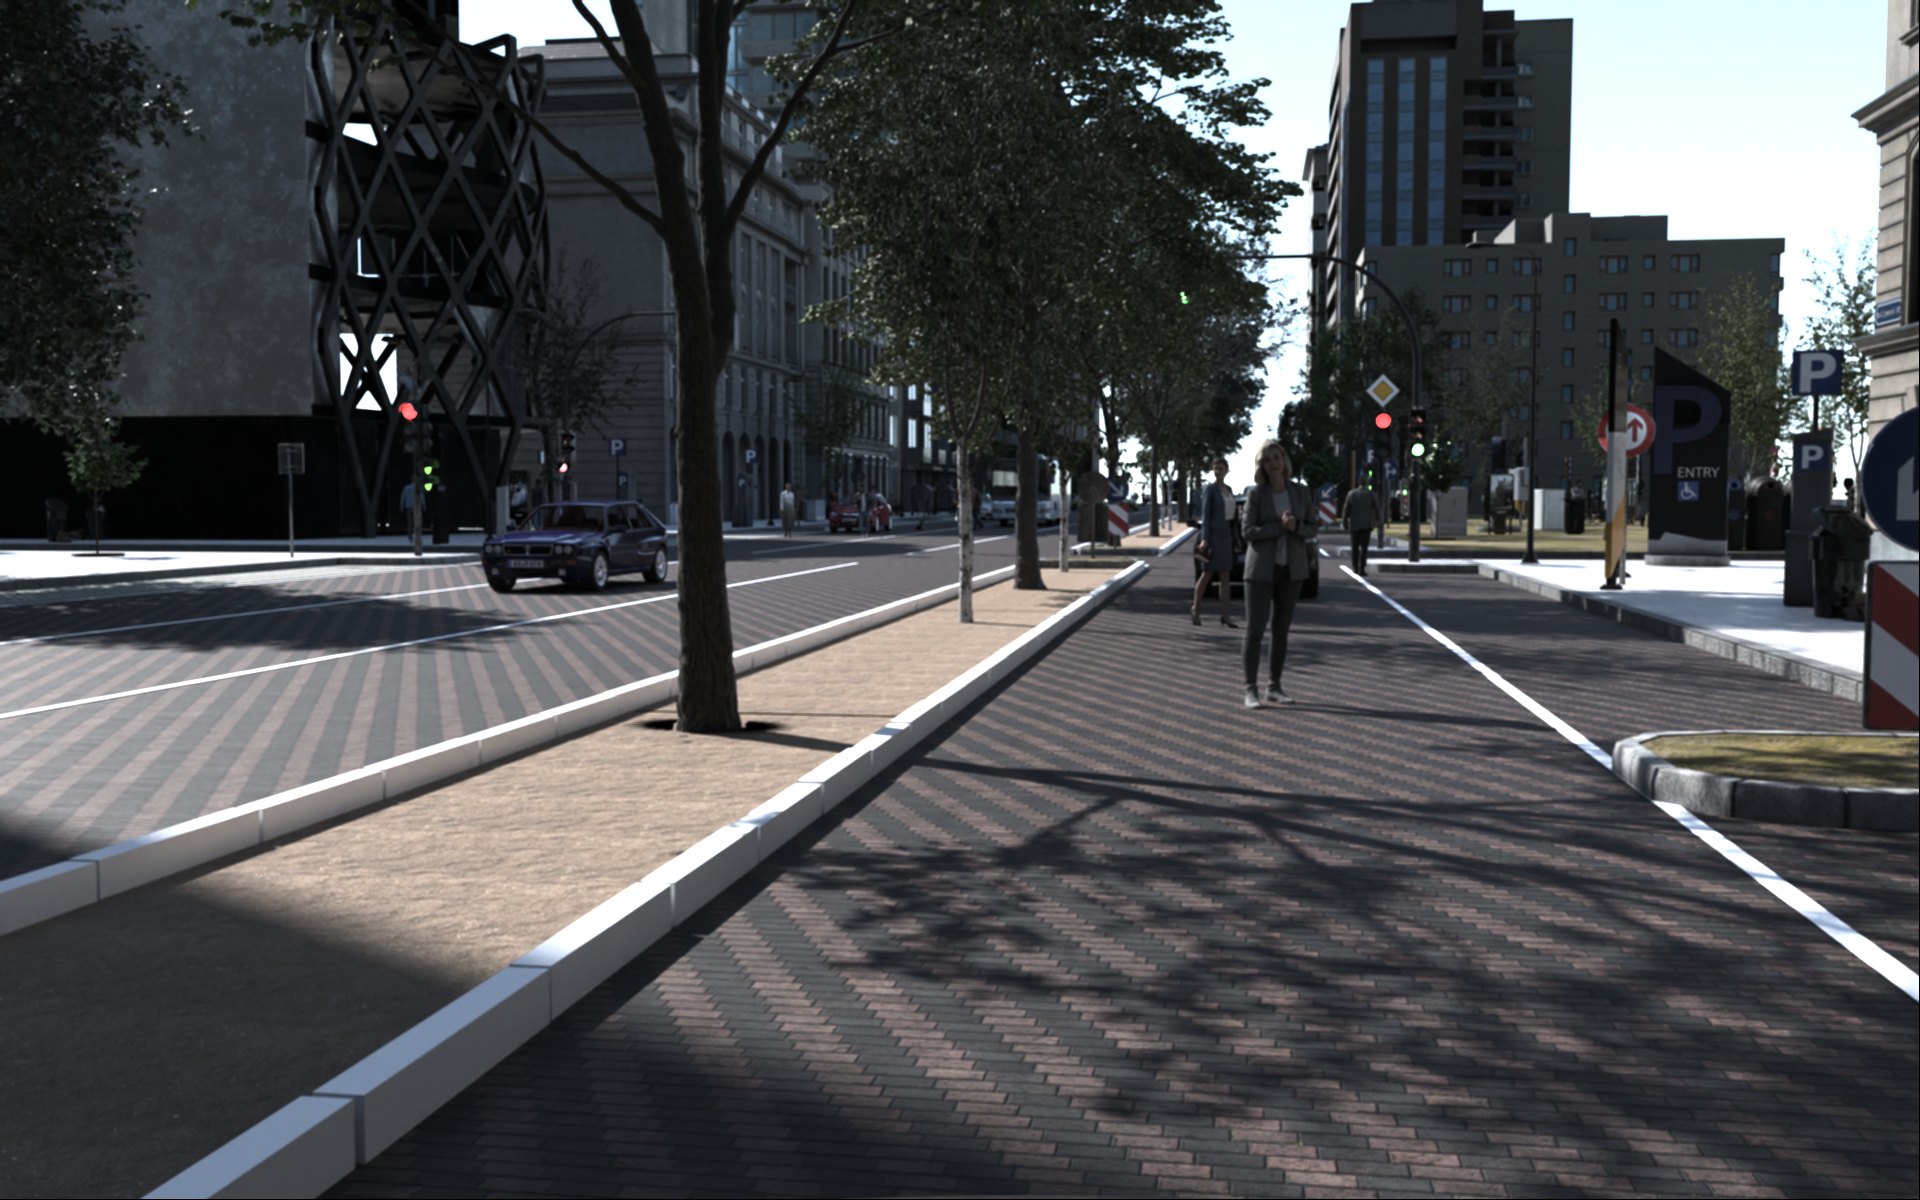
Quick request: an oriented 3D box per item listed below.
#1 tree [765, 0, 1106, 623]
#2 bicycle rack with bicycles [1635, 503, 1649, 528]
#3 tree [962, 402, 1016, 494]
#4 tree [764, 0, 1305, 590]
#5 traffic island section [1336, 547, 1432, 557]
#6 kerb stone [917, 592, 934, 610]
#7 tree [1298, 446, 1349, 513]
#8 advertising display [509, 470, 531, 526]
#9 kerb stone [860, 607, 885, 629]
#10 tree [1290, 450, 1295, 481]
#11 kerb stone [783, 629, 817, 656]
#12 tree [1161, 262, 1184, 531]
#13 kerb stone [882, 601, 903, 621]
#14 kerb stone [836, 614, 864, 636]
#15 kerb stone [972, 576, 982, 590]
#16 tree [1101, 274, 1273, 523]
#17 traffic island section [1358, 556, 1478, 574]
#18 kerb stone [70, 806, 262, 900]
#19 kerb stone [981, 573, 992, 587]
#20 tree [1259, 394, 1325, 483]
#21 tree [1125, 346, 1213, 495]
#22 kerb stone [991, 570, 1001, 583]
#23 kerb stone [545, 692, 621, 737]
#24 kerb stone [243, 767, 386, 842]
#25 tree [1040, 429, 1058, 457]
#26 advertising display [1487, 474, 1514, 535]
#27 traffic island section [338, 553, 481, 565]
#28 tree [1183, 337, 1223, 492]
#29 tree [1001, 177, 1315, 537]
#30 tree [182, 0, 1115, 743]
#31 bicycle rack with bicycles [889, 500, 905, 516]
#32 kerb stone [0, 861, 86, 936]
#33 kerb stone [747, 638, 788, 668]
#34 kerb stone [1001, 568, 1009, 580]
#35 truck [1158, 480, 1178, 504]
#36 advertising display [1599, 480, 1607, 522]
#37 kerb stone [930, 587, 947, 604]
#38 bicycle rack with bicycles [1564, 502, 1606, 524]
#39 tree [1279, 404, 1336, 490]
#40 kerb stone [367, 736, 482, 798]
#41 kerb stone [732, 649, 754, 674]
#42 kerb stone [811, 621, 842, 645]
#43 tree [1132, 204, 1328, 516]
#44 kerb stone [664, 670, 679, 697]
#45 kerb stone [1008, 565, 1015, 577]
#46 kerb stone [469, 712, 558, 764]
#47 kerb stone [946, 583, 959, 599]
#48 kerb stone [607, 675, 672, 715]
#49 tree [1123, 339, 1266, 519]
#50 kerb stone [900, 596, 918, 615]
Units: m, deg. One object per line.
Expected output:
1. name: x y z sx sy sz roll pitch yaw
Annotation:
1. tree: 0.044 -4.031 18.724 4.360 8.622 3.978 0 3 0
2. bicycle rack with bicycles: 27.204 -3.242 66.381 2.852 0.926 2.925 2 4 24
3. tree: 2.036 -10.976 129.822 4.737 8.622 4.395 0 3 0
4. tree: 1.054 -6.397 25.174 7.486 12.596 7.792 0 3 0
5. traffic island section: 9.890 -1.123 40.646 2.009 0.180 2.903 1 4 9
6. kerb stone: -0.506 0.030 21.739 0.120 0.150 1.000 1 4 9
7. tree: 24.923 -8.257 118.710 4.285 4.588 4.351 0 3 0
8. advertising display: -11.894 -2.546 46.839 0.123 1.923 0.974 -3 5 -43
9. kerb stone: -0.999 0.213 18.712 0.120 0.150 1.000 1 4 9
10. tree: 49.678 -19.450 268.367 4.360 8.622 3.978 0 3 0
11. kerb stone: -1.497 0.400 15.667 0.120 0.150 1.000 1 4 9
12. tree: 1.883 -4.797 31.250 4.360 8.622 3.978 0 3 0
13. kerb stone: -0.839 0.152 19.722 0.120 0.150 1.000 1 4 9
14. kerb stone: -1.177 0.275 17.697 0.120 0.150 1.000 1 4 9
15. kerb stone: 0.157 -0.221 25.814 0.120 0.150 1.000 1 4 9
16. tree: 11.003 -10.754 84.948 9.857 13.997 8.962 0 3 0
17. traffic island section: 8.600 -0.641 32.765 2.009 0.180 2.903 1 4 9
18. kerb stone: -2.994 0.956 6.573 0.120 0.150 1.000 1 4 9
19. kerb stone: 0.319 -0.284 26.834 0.120 0.150 1.000 1 4 9
20. tree: 38.989 -17.239 198.857 9.611 12.733 9.660 0 3 0
21. tree: 9.416 -7.636 77.660 4.737 8.622 4.395 0 3 0
22. kerb stone: 0.488 -0.345 27.842 0.120 0.150 1.000 1 4 9
23. kerb stone: -2.328 0.711 10.610 0.120 0.150 1.000 1 4 9
24. kerb stone: -2.828 0.897 7.584 0.120 0.150 1.000 1 4 9
25. tree: 9.483 -14.133 181.435 4.737 8.622 4.395 0 3 0
26. advertising display: 17.155 -3.044 54.989 0.974 1.923 0.123 -2 4 -24
27. traffic island section: -11.277 -0.840 36.011 2.009 0.180 2.903 1 4 9
28. tree: 8.121 -6.966 66.716 4.360 8.622 3.978 0 3 0
29. tree: 6.451 -8.840 57.366 12.009 13.543 11.850 0 3 0
30. tree: -1.615 -5.020 10.292 9.928 11.665 9.643 0 3 0
31. bicycle rack with bicycles: -4.249 -5.390 101.514 2.852 0.926 2.925 1 4 22
32. kerb stone: -3.153 1.019 5.563 0.120 0.150 1.000 1 4 9
33. kerb stone: -1.666 0.461 14.658 0.120 0.150 1.000 1 4 9
34. kerb stone: 0.649 -0.407 28.854 0.120 0.150 1.000 1 4 9
35. truck: 29.441 -14.955 240.439 3.469 3.379 9.791 1 4 9
36. advertising display: 29.228 -4.483 78.516 0.123 1.923 0.974 3 5 42
37. kerb stone: -0.341 -0.034 22.751 0.120 0.150 1.000 1 4 9
38. bicycle rack with bicycles: 26.635 -3.759 74.835 2.925 0.926 2.852 0 4 -7
39. tree: 28.942 -11.761 142.656 4.737 8.622 4.395 0 3 0
40. kerb stone: -2.659 0.832 8.592 0.120 0.150 1.000 1 4 9
41. kerb stone: -1.839 0.523 13.651 0.120 0.150 1.000 1 4 9
42. kerb stone: -1.335 0.338 16.684 0.120 0.150 1.000 1 4 9
43. tree: 16.280 -15.330 108.994 12.611 20.169 13.585 0 3 0
44. kerb stone: -2.003 0.589 12.633 0.120 0.150 1.000 1 4 9
45. kerb stone: 0.816 -0.464 29.863 0.120 0.150 1.000 1 4 9
46. kerb stone: -2.495 0.775 9.601 0.120 0.150 1.000 1 4 9
47. kerb stone: -0.177 -0.096 23.771 0.120 0.150 1.000 1 4 9
48. kerb stone: -2.171 0.647 11.623 0.120 0.150 1.000 1 4 9
49. tree: 13.104 -9.893 98.613 8.767 10.594 7.601 1 4 9
50. kerb stone: -0.680 0.090 20.732 0.120 0.150 1.000 1 4 9
